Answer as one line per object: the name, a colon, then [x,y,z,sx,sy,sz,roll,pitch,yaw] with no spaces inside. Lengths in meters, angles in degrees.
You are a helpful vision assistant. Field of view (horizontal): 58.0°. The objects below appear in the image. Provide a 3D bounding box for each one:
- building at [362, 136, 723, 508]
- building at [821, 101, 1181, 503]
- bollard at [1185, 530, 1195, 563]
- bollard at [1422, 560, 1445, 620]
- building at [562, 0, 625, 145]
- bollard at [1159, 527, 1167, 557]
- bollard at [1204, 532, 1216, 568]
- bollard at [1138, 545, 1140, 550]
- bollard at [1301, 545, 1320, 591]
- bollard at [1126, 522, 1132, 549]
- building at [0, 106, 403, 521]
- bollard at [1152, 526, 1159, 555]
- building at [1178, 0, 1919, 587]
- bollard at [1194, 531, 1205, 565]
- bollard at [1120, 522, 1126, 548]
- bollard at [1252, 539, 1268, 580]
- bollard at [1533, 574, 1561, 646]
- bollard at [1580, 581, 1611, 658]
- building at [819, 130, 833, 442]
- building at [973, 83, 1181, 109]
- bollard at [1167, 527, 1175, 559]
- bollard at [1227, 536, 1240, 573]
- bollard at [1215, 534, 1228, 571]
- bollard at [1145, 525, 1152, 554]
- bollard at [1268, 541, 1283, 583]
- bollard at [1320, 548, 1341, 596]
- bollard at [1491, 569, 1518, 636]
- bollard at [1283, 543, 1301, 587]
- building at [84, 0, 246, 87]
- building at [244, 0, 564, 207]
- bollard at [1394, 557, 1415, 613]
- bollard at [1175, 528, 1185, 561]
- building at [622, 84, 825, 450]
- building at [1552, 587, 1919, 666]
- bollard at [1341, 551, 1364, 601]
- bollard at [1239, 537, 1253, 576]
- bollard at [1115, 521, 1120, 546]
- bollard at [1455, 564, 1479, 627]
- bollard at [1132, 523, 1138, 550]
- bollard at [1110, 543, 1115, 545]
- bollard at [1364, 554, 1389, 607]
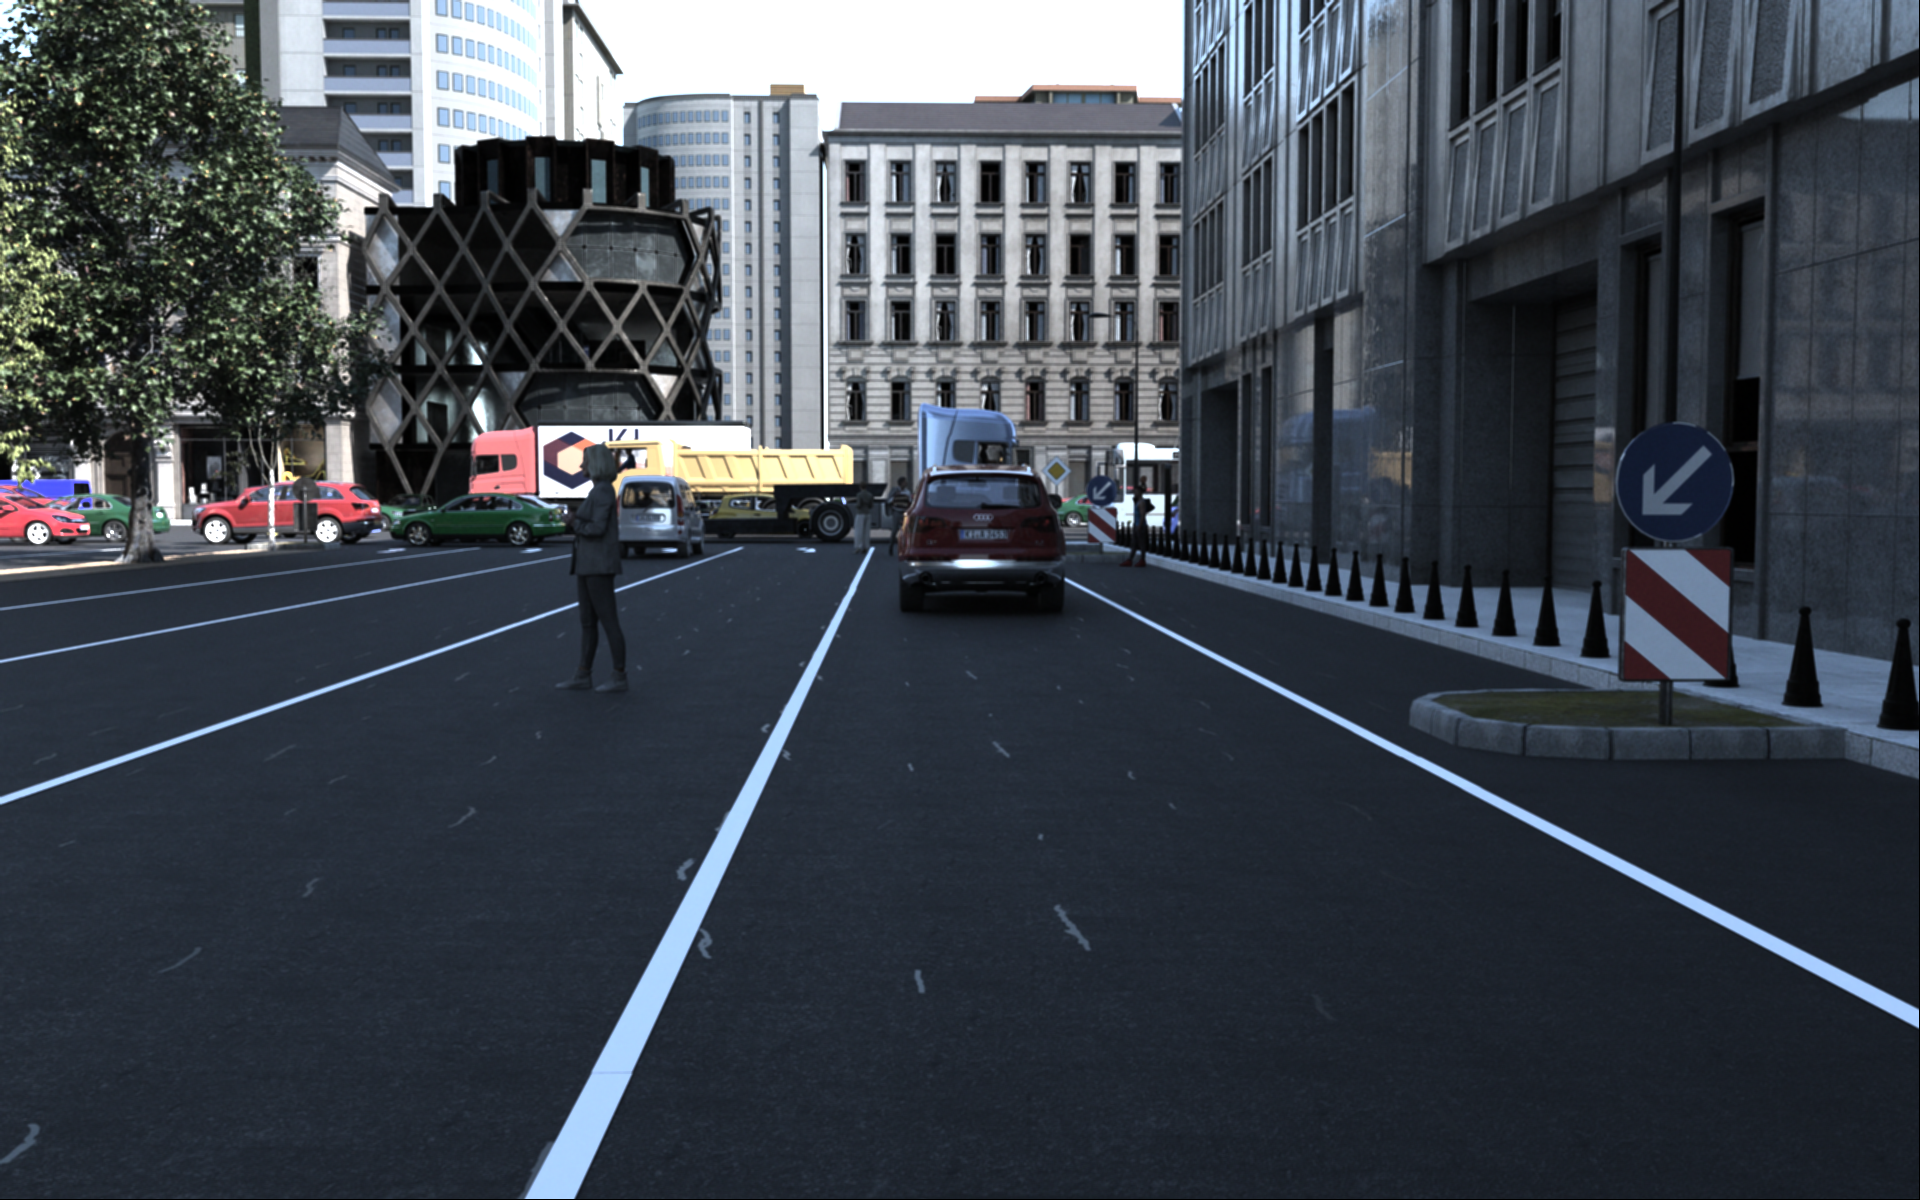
building: [-20.880,-13.684,91.181,16.811,18.784,16.820,0,4,-2]
building: [2.381,-14.601,87.872,18.267,20.994,9.793,0,4,-2]
bollard: [4.361,-0.989,32.218,0.229,0.601,0.229,0,3,0]
bollard: [4.866,-0.106,17.767,0.229,0.601,0.229,0,3,0]
building: [-51.981,-36.552,186.857,27.495,52.752,28.713,0,4,-2]
bollard: [4.250,-1.180,35.329,0.229,0.601,0.229,0,3,0]
bollard: [4.434,-0.863,30.154,0.229,0.601,0.229,0,3,0]
bollard: [4.144,-1.369,38.422,0.229,0.601,0.229,0,3,0]
bollard: [4.688,-0.421,22.930,0.229,0.601,0.229,0,3,0]
bollard: [4.070,-1.496,40.494,0.229,0.601,0.229,0,3,0]
building: [-49.886,-14.454,87.233,40.483,20.767,10.553,0,4,-2]
bollard: [4.220,-1.242,36.355,0.229,0.601,0.229,0,3,0]
building: [11.974,-13.224,34.240,12.078,24.808,19.932,0,4,-2]
bollard: [4.396,-0.927,31.190,0.229,0.601,0.229,0,3,0]
bollard: [4.037,-1.558,41.521,0.229,0.601,0.229,0,3,0]
bollard: [4.573,-0.611,26.027,0.229,0.601,0.229,0,3,0]
bollard: [4.975,0.084,14.666,0.229,0.601,0.229,0,3,0]
bollard: [5.009,0.147,13.640,0.229,0.601,0.229,0,3,0]
building: [-6.197,-40.759,255.654,27.495,52.752,28.713,0,4,-2]
building: [12.054,-32.693,189.161,22.147,44.769,28.867,0,4,-2]
bollard: [4.290,-1.116,34.296,0.229,0.601,0.229,0,3,0]
bollard: [4.506,-0.737,28.087,0.229,0.601,0.229,0,3,0]
bollard: [4.468,-0.800,29.128,0.229,0.601,0.229,0,3,0]
bollard: [4.182,-1.306,37.395,0.229,0.601,0.229,0,3,0]
bollard: [4.617,-0.547,24.991,0.229,0.601,0.229,0,3,0]
bollard: [4.725,-0.358,21.900,0.229,0.601,0.229,0,3,0]
bollard: [4.939,0.021,15.692,0.229,0.601,0.229,0,3,0]
bollard: [4.651,-0.485,23.965,0.229,0.601,0.229,0,3,0]
building: [-79.482,-36.534,186.574,27.495,52.752,28.713,0,4,-2]
building: [-48.635,-37.497,155.076,21.231,58.520,28.212,0,4,-2]
bollard: [4.829,-0.168,18.793,0.229,0.601,0.229,0,3,0]
bollard: [4.320,-1.054,33.269,0.229,0.601,0.229,0,3,0]
building: [-33.930,-43.399,251.575,28.212,58.520,21.231,0,4,-2]
building: [12.688,-12.008,14.357,12.078,24.808,19.932,0,4,-2]
bollard: [4.759,-0.294,20.847,0.229,0.601,0.229,0,3,0]
bollard: [4.543,-0.674,27.061,0.229,0.601,0.229,0,3,0]
bollard: [3.997,-1.621,42.551,0.229,0.601,0.229,0,3,0]
bollard: [4.902,-0.043,16.740,0.229,0.601,0.229,0,3,0]
bollard: [4.109,-1.433,39.464,0.229,0.601,0.229,0,3,0]
bollard: [3.963,-1.684,43.577,0.229,0.601,0.229,0,3,0]
bollard: [4.797,-0.231,19.819,0.229,0.601,0.229,0,3,0]
